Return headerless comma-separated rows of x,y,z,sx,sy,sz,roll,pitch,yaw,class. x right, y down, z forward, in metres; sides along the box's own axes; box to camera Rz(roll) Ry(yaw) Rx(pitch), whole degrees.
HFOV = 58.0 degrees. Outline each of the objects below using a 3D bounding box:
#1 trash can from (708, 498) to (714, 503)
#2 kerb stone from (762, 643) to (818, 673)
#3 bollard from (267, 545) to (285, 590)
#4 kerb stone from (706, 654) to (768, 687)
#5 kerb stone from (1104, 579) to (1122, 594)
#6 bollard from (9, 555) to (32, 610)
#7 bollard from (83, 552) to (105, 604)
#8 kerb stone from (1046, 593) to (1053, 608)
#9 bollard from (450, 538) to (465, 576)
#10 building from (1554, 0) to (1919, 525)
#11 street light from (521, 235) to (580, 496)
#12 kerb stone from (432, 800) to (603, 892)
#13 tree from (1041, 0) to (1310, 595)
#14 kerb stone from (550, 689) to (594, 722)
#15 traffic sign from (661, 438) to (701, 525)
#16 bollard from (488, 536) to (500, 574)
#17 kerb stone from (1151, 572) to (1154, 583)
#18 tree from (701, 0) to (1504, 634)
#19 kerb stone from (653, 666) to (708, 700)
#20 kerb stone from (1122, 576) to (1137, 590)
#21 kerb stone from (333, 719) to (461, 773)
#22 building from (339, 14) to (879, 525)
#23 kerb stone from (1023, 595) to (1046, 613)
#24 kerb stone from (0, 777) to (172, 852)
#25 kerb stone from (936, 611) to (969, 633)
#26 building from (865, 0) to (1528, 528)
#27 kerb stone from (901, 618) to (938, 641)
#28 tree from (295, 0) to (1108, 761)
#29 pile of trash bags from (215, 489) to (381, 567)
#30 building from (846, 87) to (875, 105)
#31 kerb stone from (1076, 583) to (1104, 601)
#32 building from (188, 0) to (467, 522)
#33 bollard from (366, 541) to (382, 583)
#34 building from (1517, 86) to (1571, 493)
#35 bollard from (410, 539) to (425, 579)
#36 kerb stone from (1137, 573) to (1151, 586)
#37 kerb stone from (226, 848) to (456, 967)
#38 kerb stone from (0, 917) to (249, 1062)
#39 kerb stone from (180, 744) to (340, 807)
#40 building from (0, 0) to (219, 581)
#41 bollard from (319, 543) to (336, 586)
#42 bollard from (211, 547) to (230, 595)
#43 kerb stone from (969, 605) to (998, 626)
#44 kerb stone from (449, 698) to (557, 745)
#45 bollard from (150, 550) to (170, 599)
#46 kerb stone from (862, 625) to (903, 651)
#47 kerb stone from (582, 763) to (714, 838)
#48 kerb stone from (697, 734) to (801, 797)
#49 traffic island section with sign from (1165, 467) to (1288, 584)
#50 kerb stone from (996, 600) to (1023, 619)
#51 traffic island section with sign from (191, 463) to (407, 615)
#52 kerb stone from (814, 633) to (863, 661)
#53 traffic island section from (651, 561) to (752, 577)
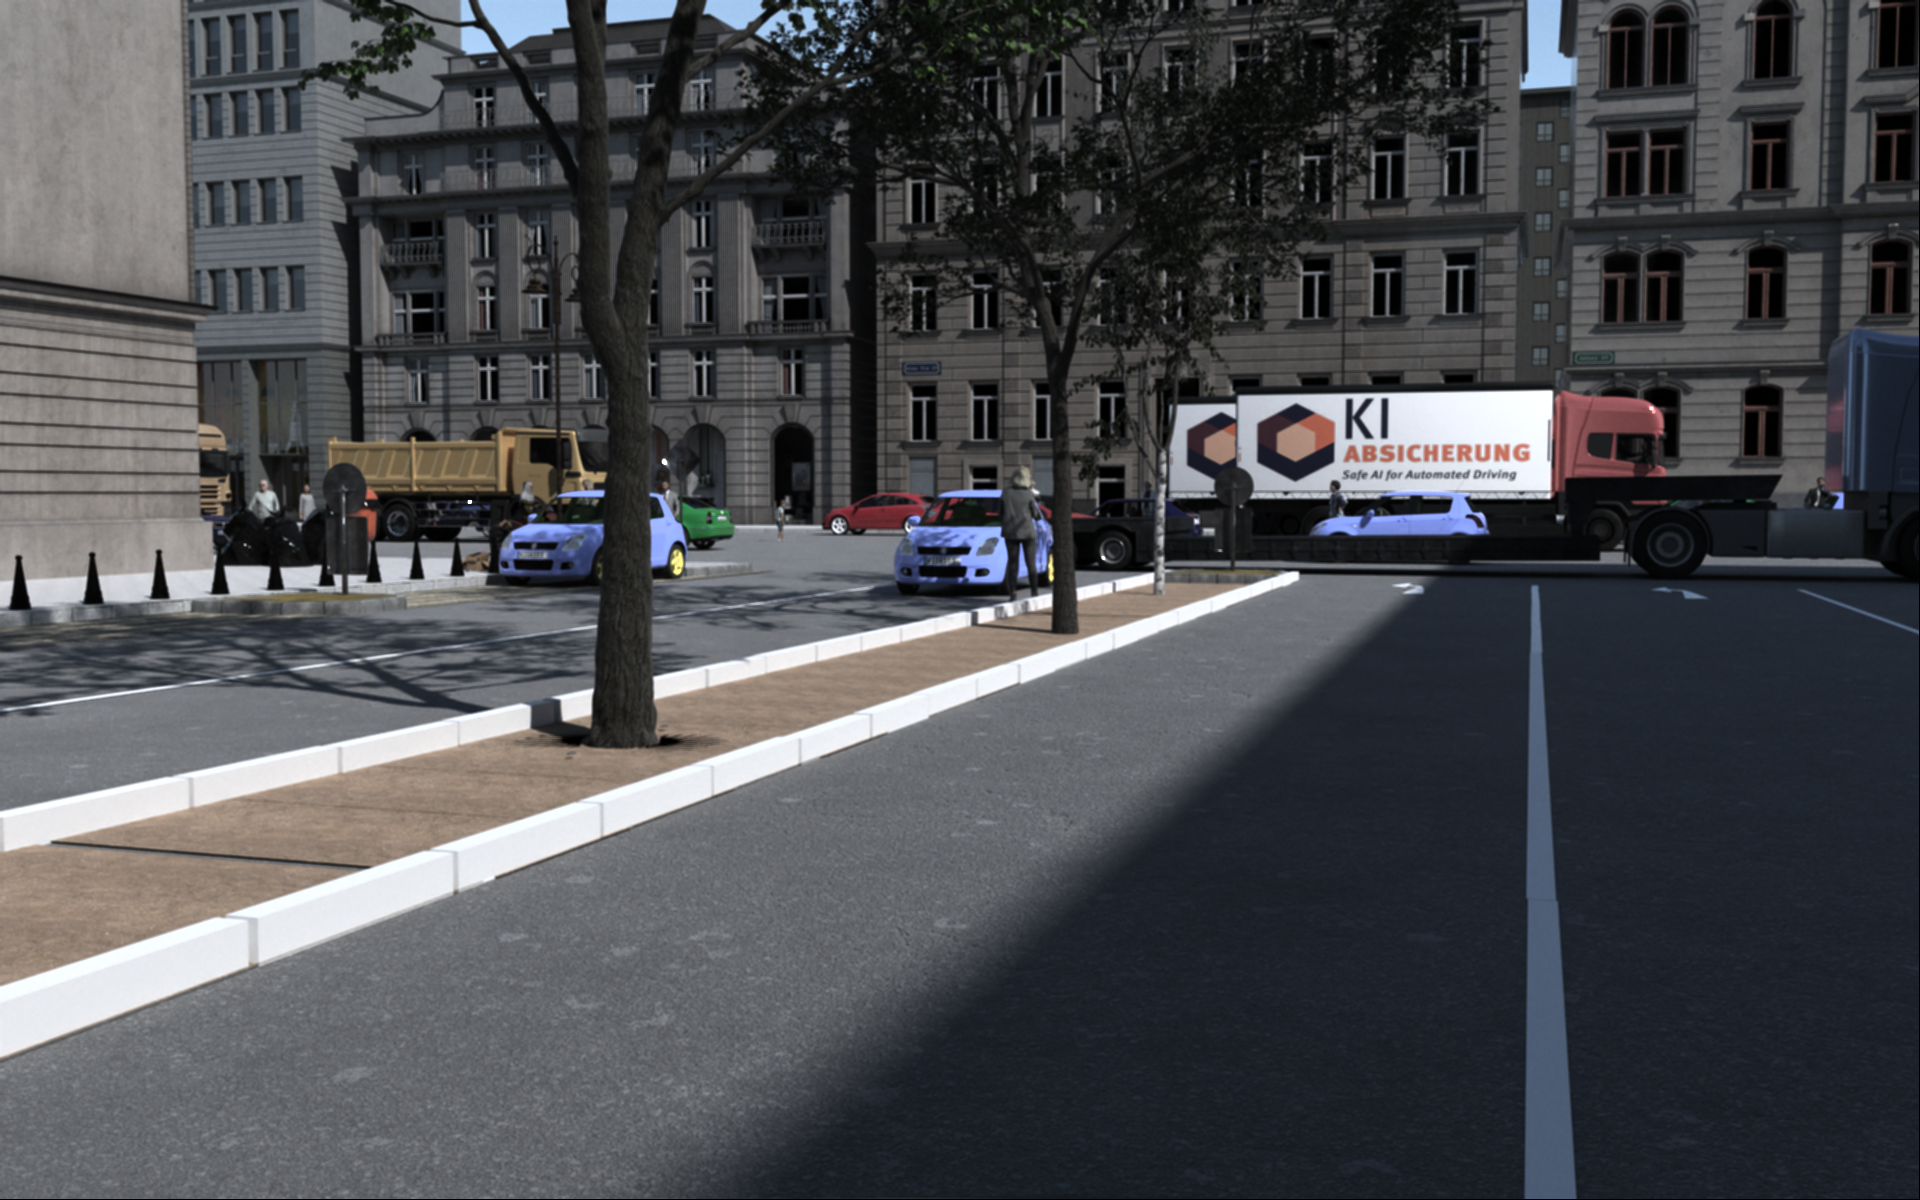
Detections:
-9.721,-3.331,66.116,0.748,1.137,0.748,0,3,0,trash can
-1.438,0.488,14.242,0.120,0.150,1.000,1,4,18,kerb stone
-9.156,-0.435,23.155,0.229,0.601,0.229,0,3,0,bollard
-1.753,0.552,13.262,0.120,0.150,1.000,1,4,18,kerb stone
2.124,-0.171,24.993,0.120,0.150,1.000,1,4,18,kerb stone
-10.446,-0.196,19.238,0.229,0.601,0.229,0,3,0,bollard
-10.125,-0.256,20.223,0.229,0.601,0.229,0,3,0,bollard
1.148,0.009,22.051,0.120,0.150,1.000,1,4,18,kerb stone
-7.864,-0.675,27.076,0.229,0.601,0.229,0,3,0,bollard
33.694,-16.812,62.265,23.554,28.519,14.401,1,4,18,building
-7.215,-3.566,31.093,0.468,5.910,1.993,1,4,18,street light
-1.703,0.947,6.716,0.120,0.150,1.000,1,4,18,kerb stone
2.872,-4.380,24.439,4.360,8.622,3.978,0,3,0,tree
-2.397,0.667,11.295,0.120,0.150,1.000,1,4,18,kerb stone
-5.025,-1.685,31.197,0.795,2.450,0.064,1,4,18,traffic sign
-7.540,-0.735,28.051,0.229,0.601,0.229,0,3,0,bollard
3.091,-0.350,27.925,0.120,0.150,1.000,1,4,18,kerb stone
1.205,-4.944,17.700,8.767,10.594,7.601,1,4,18,tree
-2.084,0.612,12.274,0.120,0.150,1.000,1,4,18,kerb stone
2.450,-0.231,25.973,0.120,0.150,1.000,1,4,18,kerb stone
-3.052,0.793,9.334,0.120,0.150,1.000,1,4,18,kerb stone
-13.729,-14.480,78.549,24.055,21.916,13.314,1,4,18,building
0.824,0.069,21.071,0.120,0.150,1.000,1,4,18,kerb stone
-3.701,0.909,7.377,0.120,0.150,1.000,1,4,18,kerb stone
-0.142,0.248,18.147,0.120,0.150,1.000,1,4,18,kerb stone
9.903,-16.670,69.811,25.104,27.353,12.463,1,4,18,building
-0.461,0.312,17.171,0.120,0.150,1.000,1,4,18,kerb stone
-1.855,-4.963,9.358,9.928,11.665,9.643,0,3,0,tree
-11.696,-1.306,31.099,3.447,1.369,1.912,2,4,29,pile of trash bags
-12.935,-32.953,188.888,14.200,45.320,14.600,1,4,18,building
1.791,-0.110,24.010,0.120,0.150,1.000,1,4,18,kerb stone
-40.368,-18.838,85.498,29.804,29.767,11.434,1,4,18,building
-8.506,-0.555,25.118,0.229,0.601,0.229,0,3,0,bollard
75.096,-38.805,223.696,27.495,52.752,28.713,1,4,18,building
-8.186,-0.615,26.094,0.229,0.601,0.229,0,3,0,bollard
2.766,-0.286,26.950,0.120,0.150,1.000,1,4,18,kerb stone
-2.026,1.007,5.739,0.120,0.150,1.000,1,4,18,kerb stone
-2.356,1.066,4.760,0.120,0.150,1.000,1,4,18,kerb stone
-3.382,0.851,8.362,0.120,0.150,1.000,1,4,18,kerb stone
-22.817,-9.951,27.331,19.286,19.102,10.561,1,4,18,building
-8.831,-0.496,24.144,0.229,0.601,0.229,0,3,0,bollard
-9.480,-0.375,22.178,0.229,0.601,0.229,0,3,0,bollard
0.184,0.188,19.120,0.120,0.150,1.000,1,4,18,kerb stone
-2.738,0.731,10.311,0.120,0.150,1.000,1,4,18,kerb stone
-9.800,-0.316,21.202,0.229,0.601,0.229,0,3,0,bollard
-0.788,0.368,16.195,0.120,0.150,1.000,1,4,18,kerb stone
-1.383,0.887,7.697,0.120,0.150,1.000,1,4,18,kerb stone
-1.064,0.827,8.674,0.120,0.150,1.000,1,4,18,kerb stone
4.378,-1.240,28.412,2.006,1.907,1.989,1,4,18,traffic island section with sign
0.502,0.128,20.096,0.120,0.150,1.000,1,4,18,kerb stone
-7.969,-0.777,21.337,1.989,1.847,2.006,1,4,18,traffic island section with sign
-1.112,0.427,15.219,0.120,0.150,1.000,1,4,18,kerb stone
-5.050,-0.550,31.266,2.009,0.180,2.903,1,4,18,traffic island section
